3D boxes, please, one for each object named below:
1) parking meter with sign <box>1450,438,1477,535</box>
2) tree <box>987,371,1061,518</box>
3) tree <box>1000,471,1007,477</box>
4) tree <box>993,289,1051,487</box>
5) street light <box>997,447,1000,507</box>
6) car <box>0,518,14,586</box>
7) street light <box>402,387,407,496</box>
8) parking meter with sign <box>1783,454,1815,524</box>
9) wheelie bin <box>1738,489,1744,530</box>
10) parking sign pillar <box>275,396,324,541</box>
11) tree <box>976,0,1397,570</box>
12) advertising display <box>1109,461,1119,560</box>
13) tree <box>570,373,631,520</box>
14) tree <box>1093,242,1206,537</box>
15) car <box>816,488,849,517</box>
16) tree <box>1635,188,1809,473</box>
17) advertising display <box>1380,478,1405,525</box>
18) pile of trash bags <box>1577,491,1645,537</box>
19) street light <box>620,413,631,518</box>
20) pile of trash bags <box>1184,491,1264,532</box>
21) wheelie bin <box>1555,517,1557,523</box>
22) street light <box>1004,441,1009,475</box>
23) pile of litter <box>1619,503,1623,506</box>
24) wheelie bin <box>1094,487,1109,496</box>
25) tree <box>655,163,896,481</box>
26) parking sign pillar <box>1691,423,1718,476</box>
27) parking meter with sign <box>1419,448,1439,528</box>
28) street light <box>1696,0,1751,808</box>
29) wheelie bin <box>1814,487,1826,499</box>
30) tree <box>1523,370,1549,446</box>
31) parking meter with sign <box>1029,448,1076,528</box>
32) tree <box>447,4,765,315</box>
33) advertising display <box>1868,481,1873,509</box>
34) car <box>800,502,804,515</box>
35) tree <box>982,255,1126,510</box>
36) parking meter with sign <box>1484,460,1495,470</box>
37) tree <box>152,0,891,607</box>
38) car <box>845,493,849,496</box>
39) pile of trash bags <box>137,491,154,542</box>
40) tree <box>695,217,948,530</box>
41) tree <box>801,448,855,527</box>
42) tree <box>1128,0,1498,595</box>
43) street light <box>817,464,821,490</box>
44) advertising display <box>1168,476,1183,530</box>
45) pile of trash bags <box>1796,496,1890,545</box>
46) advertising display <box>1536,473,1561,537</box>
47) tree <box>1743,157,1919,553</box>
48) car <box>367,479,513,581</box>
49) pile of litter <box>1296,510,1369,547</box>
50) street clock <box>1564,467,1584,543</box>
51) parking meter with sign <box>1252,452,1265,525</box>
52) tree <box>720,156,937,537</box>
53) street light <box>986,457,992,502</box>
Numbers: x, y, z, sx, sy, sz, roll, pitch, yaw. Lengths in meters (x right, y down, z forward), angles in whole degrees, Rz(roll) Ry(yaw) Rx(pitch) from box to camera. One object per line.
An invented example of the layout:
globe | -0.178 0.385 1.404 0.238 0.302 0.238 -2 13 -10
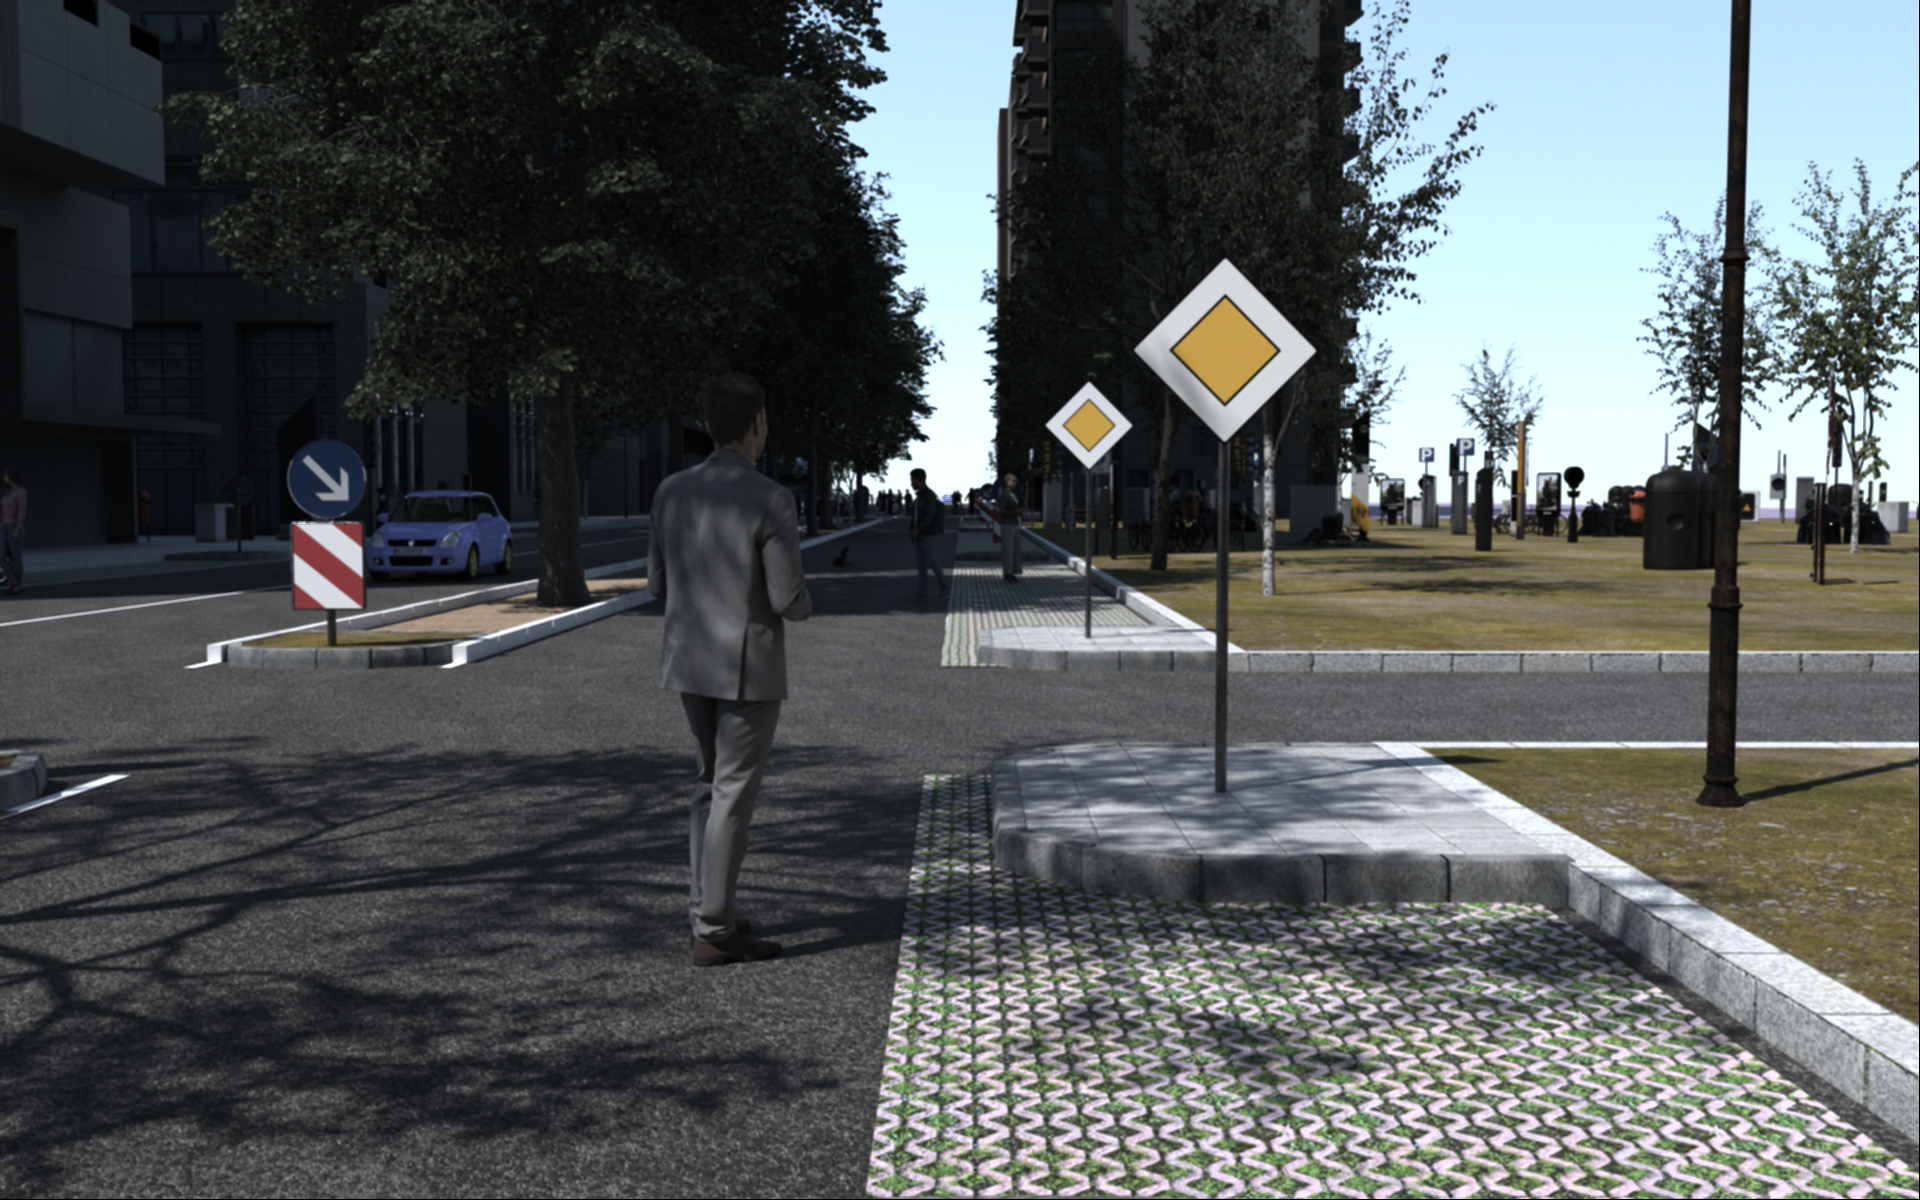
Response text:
parking meter with sign | 15.842 -3.582 54.821 0.543 3.016 1.738 0 4 7
tree | 3.751 -8.640 91.619 4.737 8.622 4.395 0 3 0
tree | 3.629 -9.087 143.181 1.663 3.219 1.824 0 3 0
tree | 3.479 -6.583 58.002 4.360 8.622 3.978 0 3 0
street light | 3.699 -11.813 165.928 0.468 5.910 1.993 0 4 0
car | -15.685 -1.012 25.348 1.959 1.807 4.718 0 3 0
street light | -17.830 -5.065 55.601 0.468 5.910 1.993 0 4 0
parking meter with sign | 36.534 -4.806 74.839 1.738 3.016 0.543 2 4 29
wheelie bin | 27.468 -3.290 61.692 0.980 1.594 0.693 -1 4 -13
parking sign pillar | -18.283 -3.648 48.109 1.447 3.967 1.447 1 4 23
tree | 3.688 -5.777 28.870 7.601 10.594 8.767 1 4 9
advertising display | 3.033 -1.772 34.181 0.123 1.923 0.974 0 4 1
tree | -18.631 -8.326 86.488 4.737 8.622 4.395 0 3 0
tree | 6.079 -6.200 51.732 4.737 8.622 4.395 0 3 0
car | -8.282 -6.262 111.058 2.281 1.827 5.304 0 4 1
tree | 18.553 -5.642 42.614 4.360 8.622 3.978 0 3 0
advertising display | 17.878 -4.062 71.635 0.974 1.923 0.123 0 4 7
pile of trash bags | 19.840 -2.577 51.879 1.912 1.369 3.447 0 4 2
street light | -17.806 -7.305 92.221 0.468 5.910 1.993 0 4 0
pile of trash bags | 8.791 -3.017 59.084 1.912 1.369 3.447 3 5 43
wheelie bin | 25.541 -4.113 75.152 0.980 1.594 0.693 3 5 43
street light | 3.443 -9.368 125.947 0.468 5.910 1.993 0 4 0
pile of litter | 30.623 -4.065 80.428 1.719 0.858 1.176 2 4 32
wheelie bin | 6.141 -3.979 72.957 0.980 1.594 0.693 1 4 19
tree | -5.298 -7.310 47.739 9.928 11.665 9.643 0 3 0
parking sign pillar | 28.203 -4.687 65.109 1.447 3.967 1.447 -3 4 -36
parking meter with sign | 17.836 -4.247 65.700 0.543 3.016 1.738 2 4 25
street light | 3.144 -2.092 6.989 0.468 5.910 1.993 0 4 0
wheelie bin | 40.869 -4.571 82.641 0.693 1.594 0.980 -3 4 -38
tree | 25.682 -8.095 82.717 4.360 8.622 3.978 0 3 0
parking meter with sign | 3.572 -4.292 66.434 1.738 3.016 0.543 -1 4 -14
tree | -5.364 -5.772 31.236 8.767 10.594 7.601 0 4 0
advertising display | 44.671 -4.879 84.978 0.123 1.923 0.974 2 4 31
car | -11.729 -6.517 118.916 2.083 1.381 4.827 0 4 -1
tree | 4.398 -10.051 82.459 7.486 12.596 7.792 0 3 0
parking meter with sign | 26.620 -5.631 88.334 0.543 3.016 1.738 -1 4 -9
tree | -5.068 -6.883 21.656 9.857 13.997 8.962 0 3 0
car | -12.860 -11.278 193.988 1.945 1.707 3.694 0 4 -1
pile of trash bags | -23.086 -2.239 46.358 3.447 1.369 1.912 1 4 15
tree | -5.282 -9.076 67.851 9.611 12.733 9.660 0 3 0
tree | -5.100 -7.782 80.063 4.737 8.622 4.395 0 3 0
tree | 4.115 -4.356 21.579 4.360 8.622 3.978 0 3 0
street light | -17.530 -14.859 215.734 0.468 5.910 1.993 0 4 0
advertising display | 7.563 -3.462 61.819 0.123 1.923 0.974 -3 4 -36
pile of trash bags | 23.364 -2.119 44.394 3.447 1.369 1.912 2 4 25
advertising display | 17.768 -2.879 52.285 0.123 1.923 0.974 -1 4 -20
tree | 19.145 -5.313 37.227 4.737 8.622 4.395 0 3 0
car | -8.881 -1.229 29.691 1.945 1.707 3.694 0 4 -1
pile of litter | 9.189 -1.754 42.640 1.719 0.858 1.176 1 4 22
street clock | 16.197 -2.518 45.734 0.471 2.002 0.358 -1 4 -12
parking meter with sign | 12.617 -4.683 72.823 0.543 3.016 1.738 2 4 30
tree | -4.815 -8.338 56.918 7.486 12.596 7.792 0 3 0
street light | 3.712 -14.499 209.853 0.468 5.910 1.993 0 4 0
